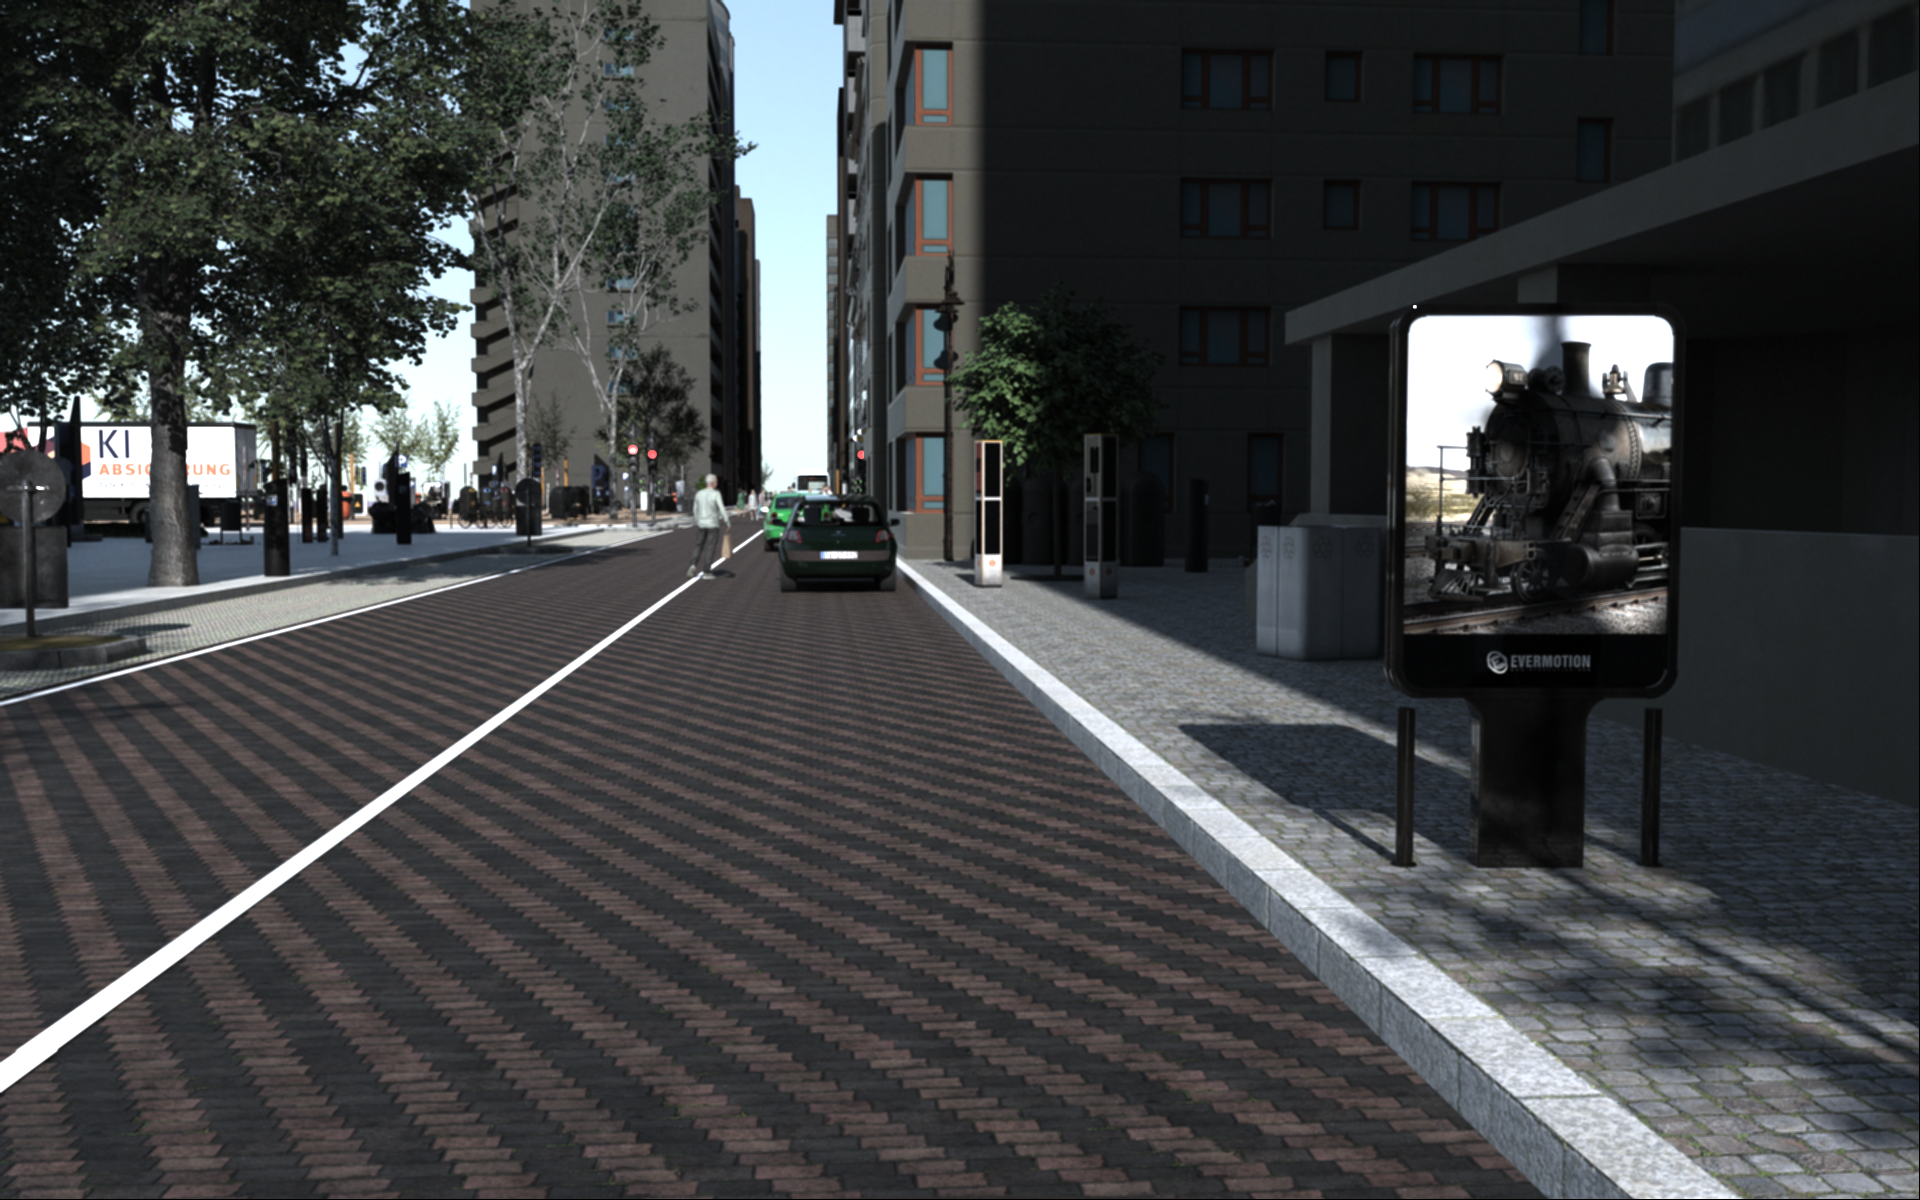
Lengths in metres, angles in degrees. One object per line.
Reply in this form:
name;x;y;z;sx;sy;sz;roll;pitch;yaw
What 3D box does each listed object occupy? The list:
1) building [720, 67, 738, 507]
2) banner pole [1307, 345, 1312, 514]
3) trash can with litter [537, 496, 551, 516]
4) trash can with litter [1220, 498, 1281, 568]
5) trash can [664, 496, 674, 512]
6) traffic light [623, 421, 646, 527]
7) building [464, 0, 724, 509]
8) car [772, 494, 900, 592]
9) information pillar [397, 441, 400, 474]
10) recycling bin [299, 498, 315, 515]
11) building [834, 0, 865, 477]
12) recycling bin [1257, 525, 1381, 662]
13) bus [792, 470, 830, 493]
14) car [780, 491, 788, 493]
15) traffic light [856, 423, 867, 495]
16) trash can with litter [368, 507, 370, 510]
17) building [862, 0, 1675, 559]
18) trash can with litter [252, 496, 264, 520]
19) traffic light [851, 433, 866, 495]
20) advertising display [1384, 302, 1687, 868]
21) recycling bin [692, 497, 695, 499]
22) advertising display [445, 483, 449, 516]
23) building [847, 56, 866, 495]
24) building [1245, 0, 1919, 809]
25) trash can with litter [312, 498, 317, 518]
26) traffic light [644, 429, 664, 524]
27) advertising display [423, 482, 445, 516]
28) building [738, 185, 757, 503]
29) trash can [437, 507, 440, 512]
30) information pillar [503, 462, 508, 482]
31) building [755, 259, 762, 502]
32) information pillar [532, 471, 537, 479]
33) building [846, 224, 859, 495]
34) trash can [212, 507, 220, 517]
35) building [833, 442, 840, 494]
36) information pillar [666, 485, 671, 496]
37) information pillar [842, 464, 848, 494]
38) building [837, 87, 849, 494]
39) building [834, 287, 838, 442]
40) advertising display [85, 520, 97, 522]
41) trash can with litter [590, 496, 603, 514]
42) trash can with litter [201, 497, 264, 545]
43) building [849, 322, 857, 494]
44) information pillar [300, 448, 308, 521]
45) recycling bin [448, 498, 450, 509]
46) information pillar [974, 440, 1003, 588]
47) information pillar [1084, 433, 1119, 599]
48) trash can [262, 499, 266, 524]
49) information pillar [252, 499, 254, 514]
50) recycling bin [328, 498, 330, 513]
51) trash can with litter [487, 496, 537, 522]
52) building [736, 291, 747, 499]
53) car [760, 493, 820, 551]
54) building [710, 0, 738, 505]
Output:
building;-30.931;-32.311;178.394;14.600;45.320;14.200;0;4;-5
banner pole;5.503;-2.248;26.768;0.401;3.779;0.863;-1;4;-12
trash can with litter;-24.724;-5.565;102.051;1.678;1.210;2.233;2;4;25
trash can with litter;5.774;-1.192;30.548;2.233;1.210;1.678;1;4;16
trash can;-20.925;-6.903;124.520;0.748;1.137;0.748;0;3;0
traffic light;-12.493;-4.742;66.451;0.839;4.253;0.868;0;4;-5
building;-33.231;-32.768;159.455;21.300;48.544;21.600;0;4;-5
car;-1.906;-1.036;26.732;2.009;1.686;4.222;0;4;-5
information pillar;-24.553;-5.161;75.731;0.183;3.616;0.504;-1;4;-15
recycling bin;-40.791;-5.849;108.183;0.722;1.027;0.722;1;4;16
building;2.415;-35.381;167.716;28.713;52.752;27.495;0;4;-5
recycling bin;2.820;-0.067;13.652;0.722;1.027;0.722;-1;4;-20
bus;-11.760;-8.686;136.871;2.948;3.499;13.247;0;4;-6
car;-24.120;-14.104;239.265;2.281;1.827;5.304;0;4;-5
traffic light;-3.614;-4.789;67.215;0.839;4.253;0.868;0;4;-5
trash can with litter;-47.341;-7.739;137.921;1.055;1.170;0.624;1;4;23
building;11.495;-12.464;48.831;27.650;21.520;28.899;0;4;-5
trash can with litter;-34.068;-4.470;84.475;1.055;1.170;0.624;3;5;44
traffic light;-4.286;-5.275;75.171;0.839;4.253;0.868;0;4;-5
advertising display;1.956;-0.044;5.931;0.974;1.923;0.123;0;4;0
recycling bin;-21.366;-7.718;138.746;0.722;1.027;0.722;-1;4;-10
advertising display;-30.283;-5.930;102.172;0.123;1.923;0.974;-1;4;-8
building;0.175;-18.352;97.326;12.463;27.353;25.104;0;4;-5
building;19.608;-19.537;11.309;32.217;40.220;23.993;0;4;-5
trash can with litter;-34.049;-4.913;91.716;1.055;1.170;0.624;-1;4;-8
traffic light;-13.165;-5.229;74.408;0.839;4.253;0.868;0;4;-5
advertising display;-27.726;-5.254;91.118;0.974;1.923;0.123;0;4;1
building;-37.083;-36.933;253.959;14.600;45.320;14.200;0;4;-5
trash can;-32.842;-5.913;108.339;0.748;1.137;0.748;0;3;0
information pillar;-33.085;-8.248;126.206;0.504;3.616;0.183;3;5;43
building;-40.890;-37.255;292.713;14.154;41.232;14.086;0;4;-5
information pillar;-36.197;-9.566;147.756;0.504;3.616;0.183;-1;4;-18
building;-1.140;-17.138;122.003;13.314;21.916;24.055;0;4;-5
trash can;-41.284;-5.184;96.406;0.748;1.137;0.748;0;3;0
building;-4.138;-54.863;209.685;22.319;86.520;31.000;0;4;-5
information pillar;-23.027;-8.095;136.848;0.304;2.012;0.304;3;5;42
information pillar;-9.084;-8.905;136.947;0.504;3.616;0.183;2;4;28
building;-6.257;-32.906;188.126;14.600;45.320;14.200;0;4;-5
building;-10.541;-28.745;241.687;14.160;30.474;14.107;0;4;-5
advertising display;-40.331;-4.581;80.114;0.974;1.923;0.123;1;4;17
trash can with litter;-23.854;-6.209;112.897;0.624;1.170;1.055;3;5;40
trash can with litter;-18.875;-2.018;44.044;2.233;1.210;1.678;0;4;3
building;-3.738;-17.589;142.324;10.420;20.320;16.860;0;4;-5
information pillar;-30.931;-5.523;81.659;0.183;3.616;0.504;1;4;12
recycling bin;-43.090;-8.091;144.838;0.722;1.027;0.722;-2;4;-35
information pillar;0.392;-1.180;23.779;0.304;2.012;0.304;-1;4;-20
information pillar;1.729;-1.022;21.210;0.304;2.012;0.304;-3;4;-39
trash can;-21.199;-2.564;53.575;0.748;1.137;0.748;0;3;0
information pillar;-44.398;-6.394;109.028;0.304;2.012;0.304;-2;4;-31
recycling bin;-42.714;-6.394;117.092;0.722;1.027;0.722;-3;4;-38
trash can with litter;-21.192;-4.263;80.758;2.233;1.210;1.678;-2;4;-29
building;-36.895;-28.592;239.176;14.160;30.474;14.107;0;4;-5
car;-4.163;-2.194;44.667;1.959;1.807;4.718;0;4;-6
building;-36.921;-40.167;198.729;21.231;58.520;28.212;0;4;-5
